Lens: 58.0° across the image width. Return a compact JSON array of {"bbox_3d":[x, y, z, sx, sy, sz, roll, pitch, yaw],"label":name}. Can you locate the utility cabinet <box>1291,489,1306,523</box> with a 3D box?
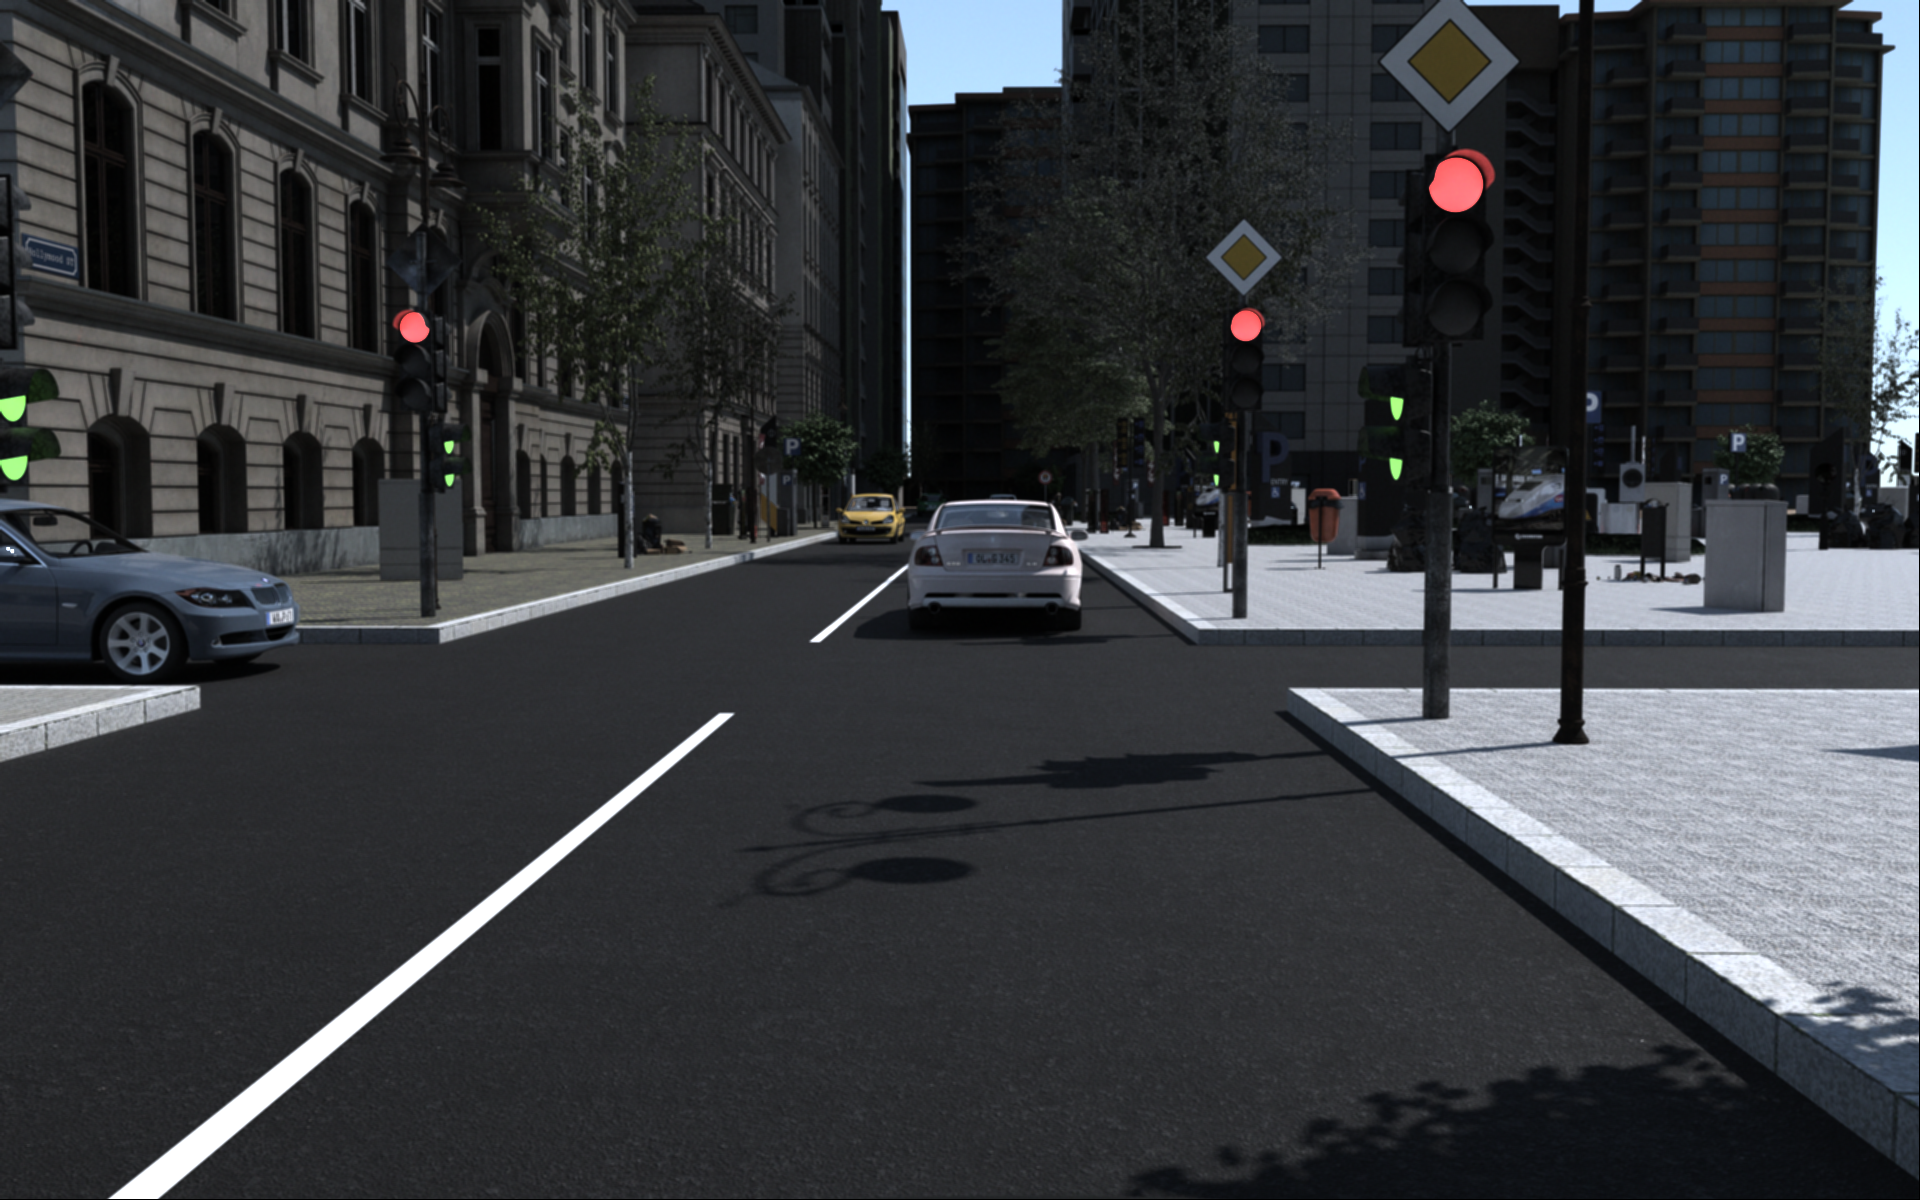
[{"bbox_3d":[13.756,-3.820,71.131,0.318,1.500,1.173,3,5,40],"label":"utility cabinet"}]

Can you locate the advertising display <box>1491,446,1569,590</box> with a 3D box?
[{"bbox_3d":[7.661,-1.106,23.301,0.974,1.923,0.123,2,4,27],"label":"advertising display"}]

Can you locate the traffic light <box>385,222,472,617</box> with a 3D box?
[{"bbox_3d":[-5.535,-1.776,17.964,0.839,4.253,0.868,0,4,1],"label":"traffic light"}]

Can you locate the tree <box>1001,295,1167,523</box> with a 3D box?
[{"bbox_3d":[5.261,-8.665,76.080,8.767,10.594,7.601,3,4,38],"label":"tree"}]

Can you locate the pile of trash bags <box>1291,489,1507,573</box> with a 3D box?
[{"bbox_3d":[7.536,-1.194,29.267,3.447,1.369,1.912,2,4,26],"label":"pile of trash bags"}]

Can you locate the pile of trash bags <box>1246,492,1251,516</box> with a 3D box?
[{"bbox_3d":[12.093,-3.349,64.508,3.447,1.369,1.912,2,4,31],"label":"pile of trash bags"}]

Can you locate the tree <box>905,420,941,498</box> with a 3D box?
[{"bbox_3d":[-3.863,-13.469,170.578,4.360,8.622,3.978,0,3,0],"label":"tree"}]

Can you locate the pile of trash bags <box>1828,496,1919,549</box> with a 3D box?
[{"bbox_3d":[22.498,-1.924,41.208,3.447,1.369,1.912,-1,4,-17],"label":"pile of trash bags"}]

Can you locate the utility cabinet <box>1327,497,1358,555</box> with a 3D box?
[{"bbox_3d":[8.303,-1.558,36.632,1.020,1.237,0.306,2,4,25],"label":"utility cabinet"}]

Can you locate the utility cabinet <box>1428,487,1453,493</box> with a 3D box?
[{"bbox_3d":[13.571,-2.521,49.894,1.173,1.500,0.318,3,4,38],"label":"utility cabinet"}]

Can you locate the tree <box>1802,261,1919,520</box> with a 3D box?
[{"bbox_3d":[28.423,-6.363,54.397,4.360,8.622,3.978,0,3,0],"label":"tree"}]

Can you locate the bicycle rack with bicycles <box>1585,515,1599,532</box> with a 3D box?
[{"bbox_3d":[14.976,-1.902,44.482,2.925,0.926,2.852,0,4,-5],"label":"bicycle rack with bicycles"}]

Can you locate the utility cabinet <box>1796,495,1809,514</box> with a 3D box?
[{"bbox_3d":[40.452,-4.375,82.700,0.306,1.237,1.020,-2,4,-29],"label":"utility cabinet"}]

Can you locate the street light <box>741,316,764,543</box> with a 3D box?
[{"bbox_3d":[-5.392,-4.416,44.983,0.468,5.910,1.993,0,4,1],"label":"street light"}]

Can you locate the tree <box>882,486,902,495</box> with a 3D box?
[{"bbox_3d":[-4.484,-7.290,113.793,1.663,3.219,1.824,0,3,0],"label":"tree"}]

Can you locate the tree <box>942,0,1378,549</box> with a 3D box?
[{"bbox_3d":[4.730,-7.965,40.593,12.009,13.543,11.850,0,3,0],"label":"tree"}]

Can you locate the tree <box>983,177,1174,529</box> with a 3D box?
[{"bbox_3d":[4.527,-8.842,62.688,7.486,12.596,7.792,0,3,0],"label":"tree"}]

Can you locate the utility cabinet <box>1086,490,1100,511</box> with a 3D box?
[{"bbox_3d":[6.646,-4.710,85.689,1.173,1.500,0.318,0,4,-4],"label":"utility cabinet"}]

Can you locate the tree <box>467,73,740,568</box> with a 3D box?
[{"bbox_3d":[-5.983,-4.857,29.775,4.737,8.622,4.395,0,3,0],"label":"tree"}]

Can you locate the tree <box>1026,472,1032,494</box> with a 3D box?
[{"bbox_3d":[6.131,-9.526,150.358,1.663,3.219,1.824,0,3,0],"label":"tree"}]

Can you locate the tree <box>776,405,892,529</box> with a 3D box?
[{"bbox_3d":[-5.273,-4.908,63.961,4.285,4.588,4.351,0,3,0],"label":"tree"}]

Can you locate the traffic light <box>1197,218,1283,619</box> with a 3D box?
[{"bbox_3d":[2.875,-1.767,17.808,0.839,4.253,0.868,0,4,1],"label":"traffic light"}]

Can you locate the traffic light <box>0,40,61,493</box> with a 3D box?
[{"bbox_3d":[-5.698,-1.288,9.980,0.839,4.253,0.868,0,4,1],"label":"traffic light"}]

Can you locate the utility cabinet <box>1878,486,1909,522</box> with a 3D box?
[{"bbox_3d":[27.360,-2.570,50.691,0.318,1.500,1.173,-1,4,-9],"label":"utility cabinet"}]

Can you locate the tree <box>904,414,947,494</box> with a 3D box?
[{"bbox_3d":[-3.127,-12.724,158.399,4.737,8.622,4.395,0,3,0],"label":"tree"}]

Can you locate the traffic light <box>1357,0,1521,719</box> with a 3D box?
[{"bbox_3d":[2.712,-1.279,9.825,0.839,4.253,0.868,0,4,1],"label":"traffic light"}]

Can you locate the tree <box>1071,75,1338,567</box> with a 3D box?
[{"bbox_3d":[4.407,-4.890,30.315,4.360,8.622,3.978,0,3,0],"label":"tree"}]

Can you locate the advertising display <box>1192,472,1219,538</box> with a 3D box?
[{"bbox_3d":[7.342,-2.804,51.062,0.974,1.923,0.123,-1,4,-8],"label":"advertising display"}]

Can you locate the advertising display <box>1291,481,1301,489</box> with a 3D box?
[{"bbox_3d":[15.995,-4.801,83.707,0.974,1.923,0.123,-1,4,-17],"label":"advertising display"}]

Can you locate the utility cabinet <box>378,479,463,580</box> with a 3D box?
[{"bbox_3d":[-8.004,-1.041,25.707,1.173,1.500,0.318,-1,4,-20],"label":"utility cabinet"}]

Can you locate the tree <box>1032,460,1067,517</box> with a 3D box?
[{"bbox_3d":[5.309,-6.284,97.346,1.663,3.219,1.824,0,3,0],"label":"tree"}]

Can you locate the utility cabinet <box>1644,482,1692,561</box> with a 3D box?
[{"bbox_3d":[13.479,-1.487,32.984,0.318,1.500,1.173,0,4,-8],"label":"utility cabinet"}]

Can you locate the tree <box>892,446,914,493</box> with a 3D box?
[{"bbox_3d":[-4.232,-7.259,102.392,4.285,4.588,4.351,0,3,0],"label":"tree"}]

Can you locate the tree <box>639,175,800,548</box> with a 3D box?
[{"bbox_3d":[-5.910,-5.538,40.906,4.360,8.622,3.978,0,3,0],"label":"tree"}]

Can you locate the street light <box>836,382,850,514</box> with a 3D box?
[{"bbox_3d":[-4.857,-6.053,71.755,0.468,5.910,1.993,0,4,1],"label":"street light"}]

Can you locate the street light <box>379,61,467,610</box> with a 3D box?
[{"bbox_3d":[-5.878,-2.835,19.133,0.468,5.910,1.993,0,4,1],"label":"street light"}]

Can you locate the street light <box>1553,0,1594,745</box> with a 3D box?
[{"bbox_3d":[3.158,-2.201,8.775,0.468,5.910,1.993,0,4,1],"label":"street light"}]

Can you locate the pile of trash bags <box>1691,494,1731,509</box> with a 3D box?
[{"bbox_3d":[23.626,-2.804,55.603,3.447,1.369,1.912,-2,4,-35],"label":"pile of trash bags"}]

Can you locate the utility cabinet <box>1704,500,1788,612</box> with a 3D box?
[{"bbox_3d":[8.730,-0.495,19.263,0.306,1.237,1.020,-1,4,-13],"label":"utility cabinet"}]

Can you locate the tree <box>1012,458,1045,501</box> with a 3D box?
[{"bbox_3d":[6.334,-10.570,156.529,4.285,4.588,4.351,0,3,0],"label":"tree"}]

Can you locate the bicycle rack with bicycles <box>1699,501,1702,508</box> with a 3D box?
[{"bbox_3d":[38.705,-4.546,87.710,2.852,0.926,2.925,2,4,33],"label":"bicycle rack with bicycles"}]

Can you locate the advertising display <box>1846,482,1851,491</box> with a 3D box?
[{"bbox_3d":[45.776,-5.192,90.110,0.974,1.923,0.123,1,4,14],"label":"advertising display"}]
